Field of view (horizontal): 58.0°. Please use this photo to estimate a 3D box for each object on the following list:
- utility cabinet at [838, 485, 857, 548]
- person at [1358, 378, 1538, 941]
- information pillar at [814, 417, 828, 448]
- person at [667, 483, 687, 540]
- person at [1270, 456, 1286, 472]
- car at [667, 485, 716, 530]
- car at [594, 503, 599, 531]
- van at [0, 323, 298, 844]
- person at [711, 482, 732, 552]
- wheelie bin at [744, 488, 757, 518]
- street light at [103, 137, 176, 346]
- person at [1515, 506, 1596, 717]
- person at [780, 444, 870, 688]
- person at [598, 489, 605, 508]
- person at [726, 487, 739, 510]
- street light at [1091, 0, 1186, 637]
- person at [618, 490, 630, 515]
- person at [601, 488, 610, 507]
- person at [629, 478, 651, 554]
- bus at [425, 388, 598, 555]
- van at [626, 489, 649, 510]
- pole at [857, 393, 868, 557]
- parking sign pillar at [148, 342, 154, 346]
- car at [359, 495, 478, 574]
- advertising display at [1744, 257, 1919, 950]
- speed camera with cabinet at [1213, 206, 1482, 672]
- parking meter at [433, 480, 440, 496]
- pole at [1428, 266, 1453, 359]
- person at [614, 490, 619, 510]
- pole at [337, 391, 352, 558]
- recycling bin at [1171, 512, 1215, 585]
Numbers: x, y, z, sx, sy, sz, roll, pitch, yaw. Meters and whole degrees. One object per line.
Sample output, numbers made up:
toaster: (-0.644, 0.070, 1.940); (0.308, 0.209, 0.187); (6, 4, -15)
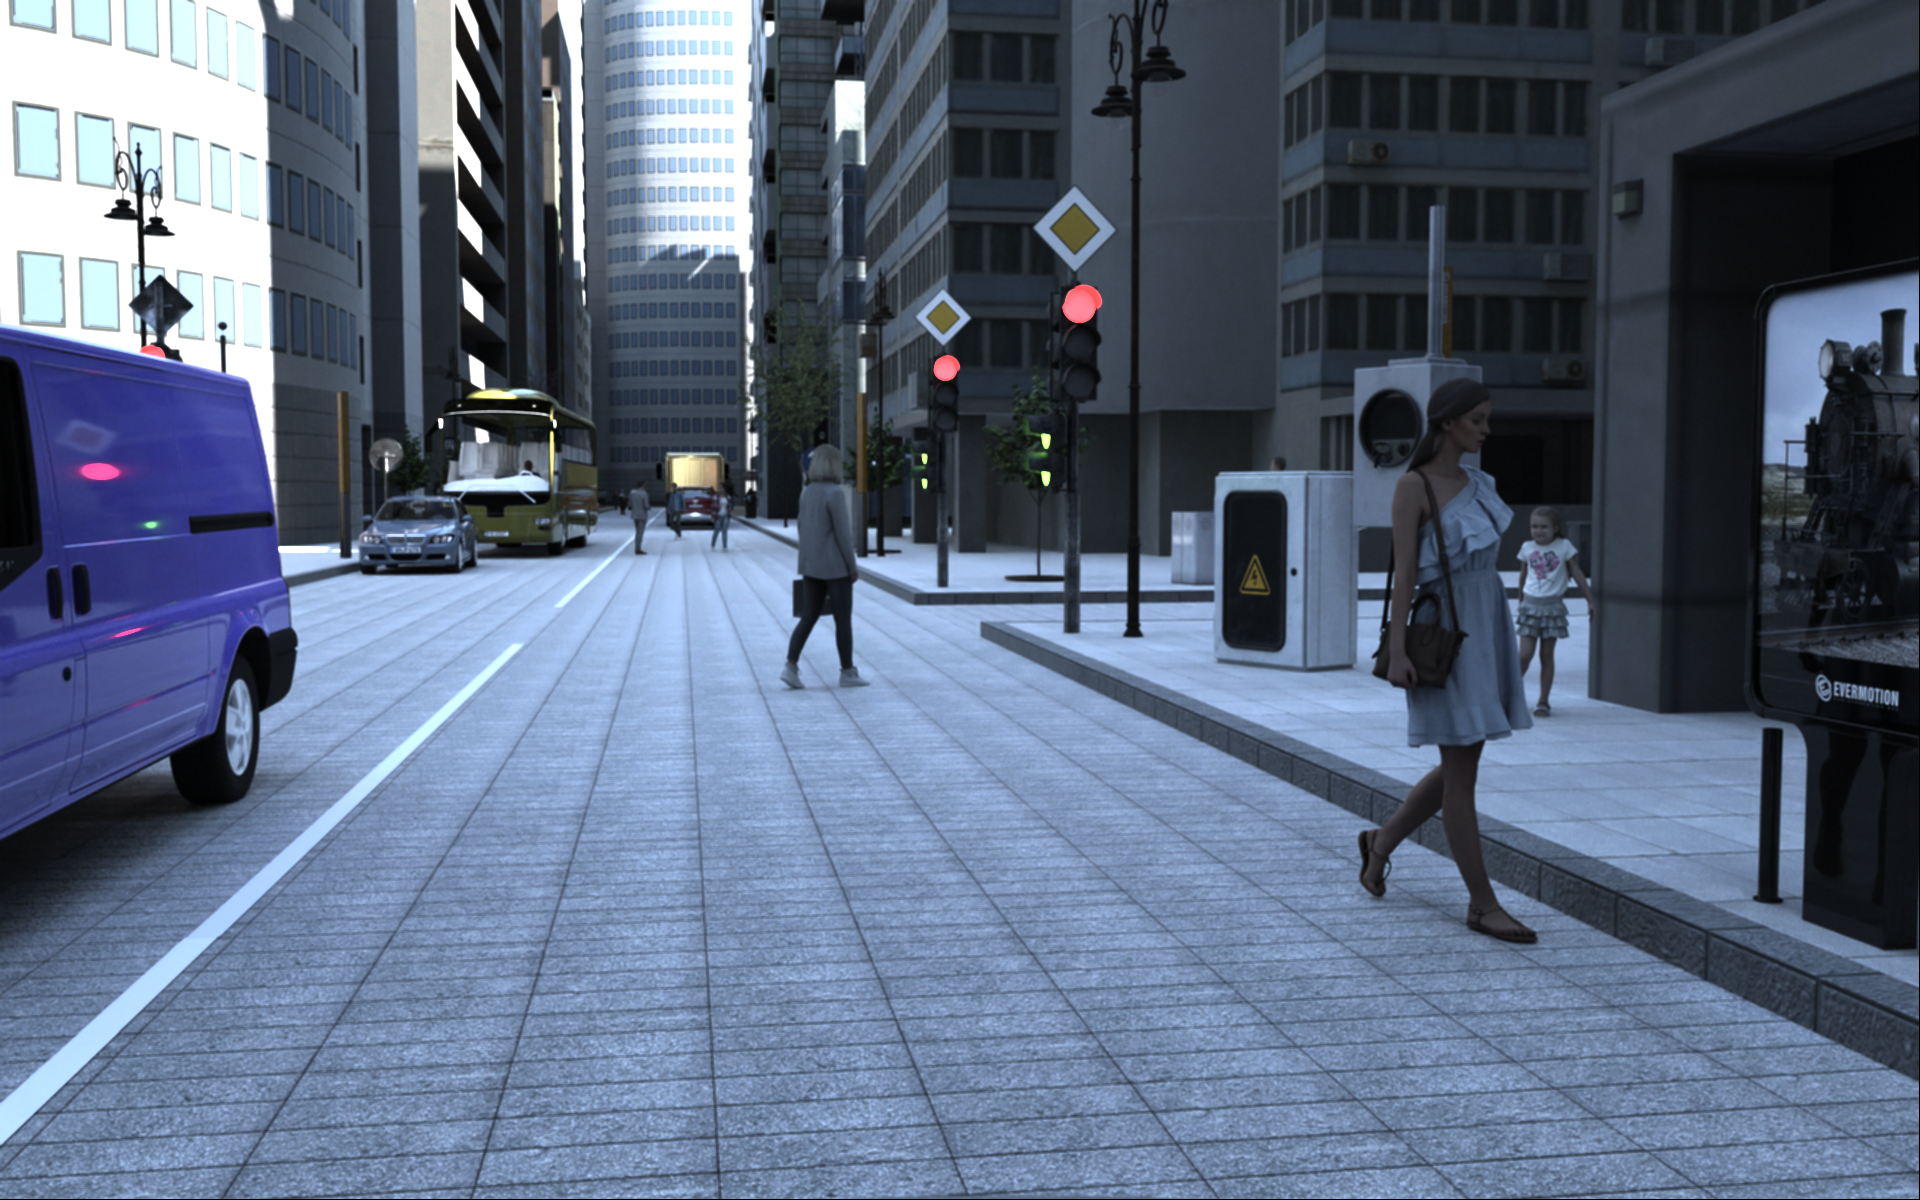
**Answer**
utility cabinet: (-2.643, -1.976, 40.984); (0.318, 1.500, 1.173); (-2, 4, -27)
person: (1.583, 0.173, 5.759); (0.616, 1.811, 0.778); (-2, 4, -33)
information pillar: (-4.237, -3.766, 52.921); (0.504, 3.616, 0.183); (2, 4, 33)
person: (-8.902, -2.789, 54.451); (0.601, 1.785, 0.444); (2, 4, 35)
person: (4.505, -1.128, 24.581); (0.767, 1.812, 0.694); (3, 4, 37)
car: (-10.892, -3.831, 71.315); (2.281, 1.827, 5.304); (-1, 4, -9)
car: (-14.826, -3.481, 65.950); (2.155, 1.783, 4.494); (-1, 4, -10)
van: (-4.055, -0.119, 6.336); (2.240, 2.365, 5.245); (0, 4, -8)
person: (-5.959, -2.075, 43.269); (0.563, 1.720, 0.643); (-2, 4, -25)
wheelie bin: (-11.050, -5.112, 91.488); (0.693, 1.594, 0.980); (-1, 4, -14)
street light: (-10.789, -3.066, 22.918); (0.468, 5.910, 1.993); (-1, 4, -9)
person: (3.438, 0.061, 10.062); (0.505, 1.210, 0.382); (2, 4, 28)
person: (-1.055, -0.255, 12.856); (0.728, 1.800, 0.709); (-3, 5, -40)
person: (-33.387, -9.411, 160.699); (0.721, 1.735, 1.217); (2, 4, 33)
person: (-18.348, -8.110, 138.596); (1.348, 1.831, 0.705); (0, 4, -8)
street light: (1.558, -2.607, 15.412); (0.468, 5.910, 1.993); (-1, 4, -9)
person: (-23.281, -6.770, 119.927); (0.721, 1.736, 1.217); (2, 4, 33)
person: (-34.432, -9.861, 167.258); (1.348, 1.826, 0.705); (-1, 4, -19)
person: (-7.556, -1.991, 41.248); (0.606, 1.804, 0.583); (2, 4, 28)
bus: (-10.933, -3.195, 43.781); (2.896, 3.916, 12.252); (0, 4, -7)
van: (-28.865, -9.063, 155.193); (2.013, 2.044, 4.112); (0, 4, -8)
pole: (-1.978, -2.519, 35.022); (0.158, 3.312, 0.155); (0, 3, 0)
parking sign pillar: (-14.331, -2.545, 30.088); (1.447, 3.967, 1.447); (0, 4, -3)
car: (-10.164, -1.267, 32.721); (2.014, 1.417, 4.499); (-1, 4, -10)
advertising display: (2.618, 0.014, 4.993); (0.123, 1.923, 0.974); (-1, 4, -9)
speed camera with cabinet: (2.730, -1.108, 12.454); (0.660, 3.252, 2.038); (-3, 4, -36)
parking meter: (-20.351, -3.785, 67.593); (0.399, 1.863, 0.255); (-2, 4, -28)
pole: (4.320, -1.334, 15.661); (0.158, 3.312, 0.155); (0, 3, 0)
person: (-30.353, -8.813, 153.149); (0.434, 1.755, 0.990); (-1, 4, -10)
pole: (-12.289, -2.490, 34.559); (0.158, 3.312, 0.155); (0, 3, 0)
recycling bin: (3.491, -0.745, 24.732); (0.722, 1.027, 0.722); (-1, 4, -21)
